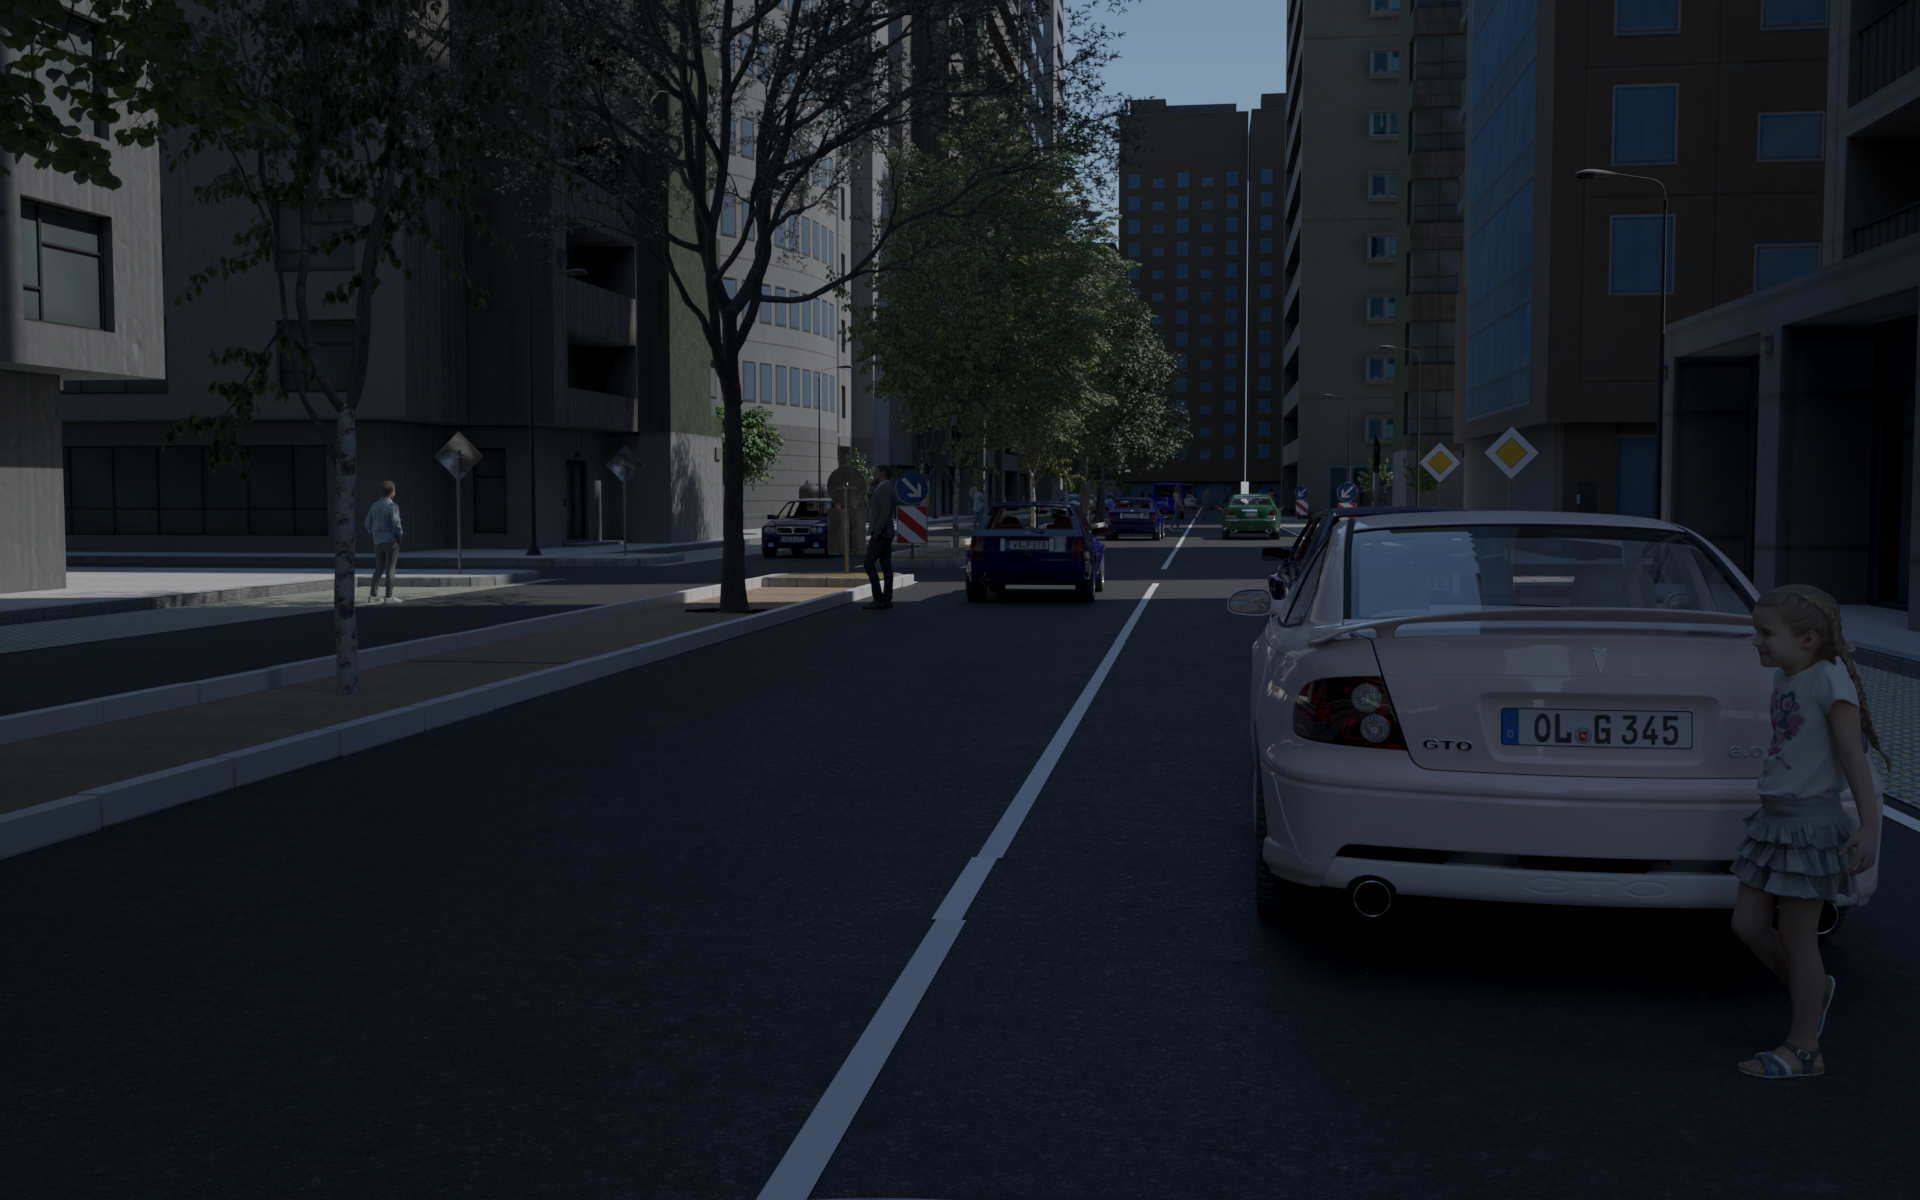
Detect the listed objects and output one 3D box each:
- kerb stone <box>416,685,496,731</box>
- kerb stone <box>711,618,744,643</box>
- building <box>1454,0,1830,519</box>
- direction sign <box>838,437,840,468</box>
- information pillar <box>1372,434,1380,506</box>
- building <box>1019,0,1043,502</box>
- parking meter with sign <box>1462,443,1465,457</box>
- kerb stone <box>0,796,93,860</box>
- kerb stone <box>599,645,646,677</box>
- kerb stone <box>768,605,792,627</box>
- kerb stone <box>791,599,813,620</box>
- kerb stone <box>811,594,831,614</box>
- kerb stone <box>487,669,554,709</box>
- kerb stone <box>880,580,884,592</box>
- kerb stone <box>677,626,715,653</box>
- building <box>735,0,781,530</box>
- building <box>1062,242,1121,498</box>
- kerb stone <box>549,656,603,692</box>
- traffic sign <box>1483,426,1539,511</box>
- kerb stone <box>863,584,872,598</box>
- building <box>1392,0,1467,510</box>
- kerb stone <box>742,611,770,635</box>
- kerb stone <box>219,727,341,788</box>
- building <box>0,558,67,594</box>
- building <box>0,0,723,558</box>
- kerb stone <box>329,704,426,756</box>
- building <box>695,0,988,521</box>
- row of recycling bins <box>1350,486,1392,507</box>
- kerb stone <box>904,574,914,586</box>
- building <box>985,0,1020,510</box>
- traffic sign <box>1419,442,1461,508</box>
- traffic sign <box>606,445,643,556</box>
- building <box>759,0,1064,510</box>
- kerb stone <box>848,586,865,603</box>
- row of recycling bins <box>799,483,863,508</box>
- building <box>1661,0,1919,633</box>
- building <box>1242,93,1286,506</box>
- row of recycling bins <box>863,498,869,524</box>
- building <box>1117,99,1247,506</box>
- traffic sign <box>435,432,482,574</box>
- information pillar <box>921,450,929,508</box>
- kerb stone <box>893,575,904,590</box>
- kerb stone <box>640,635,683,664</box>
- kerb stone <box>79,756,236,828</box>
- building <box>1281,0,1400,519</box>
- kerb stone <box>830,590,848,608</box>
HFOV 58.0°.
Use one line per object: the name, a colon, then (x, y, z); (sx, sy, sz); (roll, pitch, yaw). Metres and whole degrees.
kerb stone: (-3.218, 0.686, 10.974); (0.120, 0.150, 1.000); (1, 4, 8)
kerb stone: (-2.348, 0.315, 17.052); (0.120, 0.150, 1.000); (1, 4, 8)
building: (19.623, -23.778, 38.875); (14.200, 45.320, 14.600); (1, 4, 8)
direction sign: (-4.821, -4.714, 69.066); (0.379, 3.537, 0.876); (0, 4, -2)
information pillar: (16.224, -4.658, 67.520); (0.183, 3.616, 0.504); (3, 4, 37)
building: (-4.759, -32.356, 148.622); (23.786, 49.044, 30.456); (1, 4, 8)
parking meter with sign: (16.968, -3.645, 55.864); (0.543, 3.016, 1.738); (-1, 4, -23)
kerb stone: (-3.803, 0.942, 6.916); (0.120, 0.150, 1.000); (1, 4, 8)
kerb stone: (-2.783, 0.505, 14.014); (0.120, 0.150, 1.000); (1, 4, 8)
kerb stone: (-2.052, 0.193, 19.079); (0.120, 0.150, 1.000); (1, 4, 8)
kerb stone: (-1.908, 0.129, 20.093); (0.120, 0.150, 1.000); (1, 4, 8)
kerb stone: (-1.765, 0.067, 21.105); (0.120, 0.150, 1.000); (1, 4, 8)
kerb stone: (-3.077, 0.624, 11.991); (0.120, 0.150, 1.000); (1, 4, 8)
kerb stone: (-1.171, -0.179, 25.170); (0.120, 0.150, 1.000); (1, 4, 8)
kerb stone: (-2.492, 0.377, 16.037); (0.120, 0.150, 1.000); (1, 4, 8)
building: (-15.884, -32.389, 71.559); (21.231, 58.520, 28.212); (1, 4, 8)
building: (11.517, -26.245, 200.800); (14.107, 30.474, 14.160); (1, 4, 8)
kerb stone: (-2.927, 0.563, 13.001); (0.120, 0.150, 1.000); (1, 4, 8)
traffic sign: (8.109, -1.339, 25.536); (0.795, 2.450, 0.064); (1, 4, 8)
kerb stone: (-1.317, -0.120, 24.150); (0.120, 0.150, 1.000); (1, 4, 8)
building: (24.070, -18.099, 67.619); (14.160, 30.474, 14.107); (1, 4, 8)
kerb stone: (-2.197, 0.253, 18.067); (0.120, 0.150, 1.000); (1, 4, 8)
kerb stone: (-3.515, 0.812, 8.944); (0.120, 0.150, 1.000); (1, 4, 8)
building: (-18.483, -15.204, 20.292); (14.107, 30.474, 14.160); (1, 4, 8)
building: (-14.710, -16.583, 42.841); (14.160, 30.474, 14.107); (1, 4, 8)
kerb stone: (-3.364, 0.749, 9.954); (0.120, 0.150, 1.000); (1, 4, 8)
building: (-6.215, -20.106, 100.431); (14.160, 30.474, 14.107); (1, 4, 8)
row of recycling bins: (20.424, -4.701, 83.973); (3.534, 1.692, 1.069); (2, 4, 35)
kerb stone: (-0.871, -0.303, 27.206); (0.120, 0.150, 1.000); (1, 4, 8)
building: (-7.495, -30.525, 122.783); (21.300, 48.544, 21.600); (1, 4, 8)
traffic sign: (9.250, -1.822, 33.439); (0.795, 2.450, 0.064); (1, 4, 8)
traffic sign: (-6.925, -1.966, 35.785); (0.795, 2.450, 0.064); (1, 4, 8)
building: (-3.862, -38.756, 175.651); (28.212, 58.520, 21.231); (1, 4, 8)
kerb stone: (-1.462, -0.052, 23.127); (0.120, 0.150, 1.000); (1, 4, 8)
row of recycling bins: (-5.106, -3.620, 66.299); (1.069, 1.692, 3.534); (2, 4, 25)
building: (18.891, -35.079, 11.799); (20.563, 71.187, 20.611); (1, 4, 8)
building: (39.844, -33.404, 196.266); (14.200, 45.320, 14.600); (1, 4, 8)
row of recycling bins: (-3.955, -4.260, 76.769); (1.069, 1.692, 3.534); (1, 4, 11)
building: (25.671, -33.592, 199.332); (14.200, 45.320, 14.600); (1, 4, 8)
traffic sign: (-8.065, -1.483, 27.882); (0.795, 2.450, 0.064); (1, 4, 8)
information pillar: (-1.865, -6.183, 92.451); (0.504, 3.616, 0.183); (-3, 5, -44)
kerb stone: (-1.029, -0.244, 26.192); (0.120, 0.150, 1.000); (1, 4, 8)
kerb stone: (-2.633, 0.439, 15.025); (0.120, 0.150, 1.000); (1, 4, 8)
kerb stone: (-3.663, 0.874, 7.928); (0.120, 0.150, 1.000); (1, 4, 8)
building: (29.117, -28.821, 94.927); (21.300, 48.544, 21.600); (1, 4, 8)
kerb stone: (-1.622, 0.005, 22.117); (0.120, 0.150, 1.000); (1, 4, 8)
